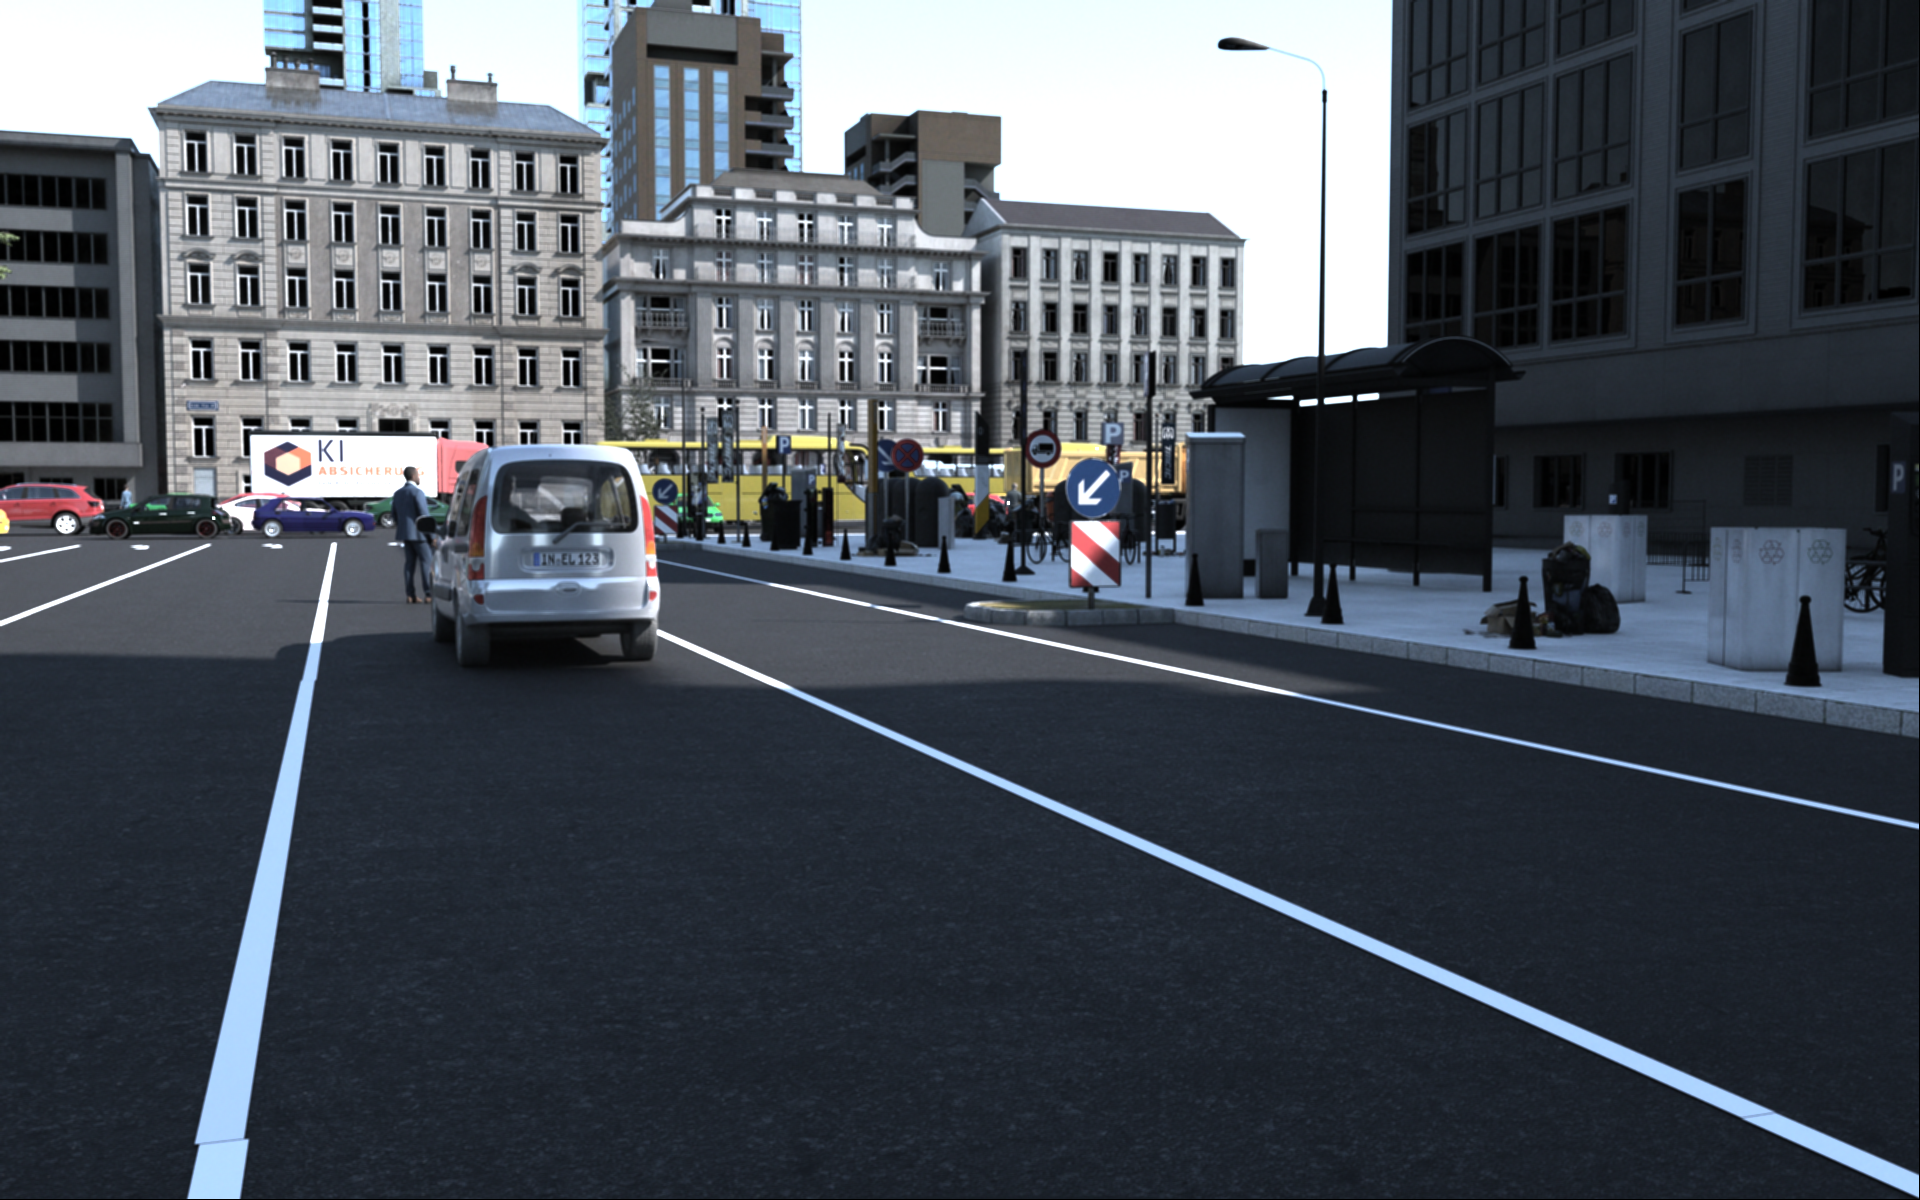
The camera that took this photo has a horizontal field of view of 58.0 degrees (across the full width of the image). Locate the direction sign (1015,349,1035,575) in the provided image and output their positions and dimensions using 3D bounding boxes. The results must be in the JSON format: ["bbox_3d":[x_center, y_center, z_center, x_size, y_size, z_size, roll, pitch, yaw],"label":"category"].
[{"bbox_3d":[1.012,-2.179,27.617,0.379,3.537,0.876,0,4,-3],"label":"direction sign"}]

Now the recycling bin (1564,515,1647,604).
[{"bbox_3d":[7.707,-0.498,20.703,0.722,1.027,0.722,-3,5,-42],"label":"recycling bin"}]

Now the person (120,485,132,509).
[{"bbox_3d":[-34.154,-3.823,71.026,0.654,1.822,0.581,3,5,40],"label":"person"}]

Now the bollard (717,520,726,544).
[{"bbox_3d":[-6.181,-1.764,44.880,0.229,0.601,0.229,0,3,0],"label":"bollard"}]

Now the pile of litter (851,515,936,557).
[{"bbox_3d":[-1.362,-1.340,35.881,1.719,0.858,1.176,1,4,12],"label":"pile of litter"}]

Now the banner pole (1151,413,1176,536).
[{"bbox_3d":[6.306,-3.895,53.704,0.863,3.779,0.401,-1,4,-19],"label":"banner pole"}]

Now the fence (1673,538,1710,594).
[{"bbox_3d":[10.357,-0.430,22.403,2.069,0.683,0.278,0,4,0],"label":"fence"}]

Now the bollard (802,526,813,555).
[{"bbox_3d":[-3.215,-1.255,36.564,0.229,0.601,0.229,0,3,0],"label":"bollard"}]

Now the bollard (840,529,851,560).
[{"bbox_3d":[-2.233,-1.086,33.792,0.229,0.601,0.229,0,3,0],"label":"bollard"}]

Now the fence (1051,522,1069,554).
[{"bbox_3d":[2.330,-1.254,35.886,0.278,0.683,2.069,-1,4,-16],"label":"fence"}]

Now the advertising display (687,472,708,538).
[{"bbox_3d":[-7.700,-2.788,50.794,0.123,1.923,0.974,1,4,22],"label":"advertising display"}]

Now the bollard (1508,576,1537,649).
[{"bbox_3d":[4.676,0.101,14.384,0.229,0.601,0.229,0,3,0],"label":"bollard"}]

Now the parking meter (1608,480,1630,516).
[{"bbox_3d":[11.847,-1.392,31.164,0.372,1.533,0.369,0,3,0],"label":"parking meter"}]

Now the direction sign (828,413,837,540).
[{"bbox_3d":[-3.663,-3.462,48.609,0.379,3.537,0.876,0,4,-6],"label":"direction sign"}]

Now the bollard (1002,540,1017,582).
[{"bbox_3d":[0.730,-0.577,25.471,0.229,0.601,0.229,0,3,0],"label":"bollard"}]

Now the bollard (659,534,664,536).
[{"bbox_3d":[-9.144,-2.273,53.211,0.229,0.601,0.229,0,3,0],"label":"bollard"}]

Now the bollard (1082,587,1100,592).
[{"bbox_3d":[1.716,-0.407,22.699,0.229,0.601,0.229,0,3,0],"label":"bollard"}]

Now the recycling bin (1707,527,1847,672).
[{"bbox_3d":[6.037,-0.017,12.832,0.722,1.027,0.722,0,4,2],"label":"recycling bin"}]

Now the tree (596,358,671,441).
[{"bbox_3d":[-17.546,-8.773,93.794,4.360,8.622,3.978,0,3,0],"label":"tree"}]

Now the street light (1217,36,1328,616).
[{"bbox_3d":[3.270,-2.777,17.938,1.470,5.913,1.316,-1,4,-20],"label":"street light"}]

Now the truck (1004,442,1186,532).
[{"bbox_3d":[6.599,-4.231,65.108,9.791,3.379,3.469,-1,4,-20],"label":"truck"}]

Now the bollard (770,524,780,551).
[{"bbox_3d":[-4.208,-1.425,39.341,0.229,0.601,0.229,0,3,0],"label":"bollard"}]

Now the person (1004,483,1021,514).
[{"bbox_3d":[1.823,-3.064,58.777,0.661,1.801,0.590,0,4,5],"label":"person"}]

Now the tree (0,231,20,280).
[{"bbox_3d":[-26.120,-7.306,40.030,7.486,12.596,7.792,0,3,0],"label":"tree"}]

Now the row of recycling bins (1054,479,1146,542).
[{"bbox_3d":[3.842,-2.493,47.875,1.069,1.692,3.534,-3,4,-36],"label":"row of recycling bins"}]

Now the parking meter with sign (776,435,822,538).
[{"bbox_3d":[-4.623,-3.357,51.140,1.738,3.016,0.543,3,5,40],"label":"parking meter with sign"}]

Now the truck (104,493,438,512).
[{"bbox_3d":[-32.005,-5.593,81.203,18.799,4.110,2.967,-1,4,-19],"label":"truck"}]

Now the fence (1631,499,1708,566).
[{"bbox_3d":[12.345,-1.161,30.185,2.264,1.192,0.480,-2,4,-34],"label":"fence"}]

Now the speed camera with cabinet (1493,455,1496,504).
[{"bbox_3d":[10.751,-2.691,38.330,2.038,3.252,0.660,0,4,-3],"label":"speed camera with cabinet"}]

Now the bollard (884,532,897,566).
[{"bbox_3d":[-1.247,-0.916,31.020,0.229,0.601,0.229,0,3,0],"label":"bollard"}]

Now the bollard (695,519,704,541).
[{"bbox_3d":[-7.167,-1.934,47.658,0.229,0.601,0.229,0,3,0],"label":"bollard"}]

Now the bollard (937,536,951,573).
[{"bbox_3d":[-0.258,-0.747,28.252,0.229,0.601,0.229,0,3,0],"label":"bollard"}]

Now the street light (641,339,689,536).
[{"bbox_3d":[-8.863,-4.871,52.176,1.470,5.913,1.316,-1,4,-20],"label":"street light"}]

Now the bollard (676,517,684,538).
[{"bbox_3d":[-8.158,-2.104,50.436,0.229,0.601,0.229,0,3,0],"label":"bollard"}]

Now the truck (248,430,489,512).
[{"bbox_3d":[-26.266,-5.507,78.952,11.283,4.237,2.839,-1,4,-20],"label":"truck"}]

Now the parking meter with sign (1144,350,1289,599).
[{"bbox_3d":[3.152,-1.532,21.303,1.738,3.016,0.543,0,3,0],"label":"parking meter with sign"}]

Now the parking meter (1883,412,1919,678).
[{"bbox_3d":[6.719,-0.395,12.174,0.255,1.863,0.399,0,4,5],"label":"parking meter"}]

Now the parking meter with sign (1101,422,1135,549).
[{"bbox_3d":[3.816,-2.755,41.303,0.543,3.016,1.738,0,4,-8],"label":"parking meter with sign"}]

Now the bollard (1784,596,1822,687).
[{"bbox_3d":[5.660,0.271,11.614,0.229,0.601,0.229,0,3,0],"label":"bollard"}]

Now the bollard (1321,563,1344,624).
[{"bbox_3d":[3.691,-0.068,17.154,0.229,0.601,0.229,0,3,0],"label":"bollard"}]

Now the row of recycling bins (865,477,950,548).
[{"bbox_3d":[-1.357,-2.196,43.018,1.069,1.692,3.534,-2,4,-29],"label":"row of recycling bins"}]

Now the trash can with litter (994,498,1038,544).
[{"bbox_3d":[1.455,-2.045,44.819,1.055,1.170,0.624,-1,4,-22],"label":"trash can with litter"}]

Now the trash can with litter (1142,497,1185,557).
[{"bbox_3d":[4.687,-1.548,36.360,2.233,1.210,1.678,-2,4,-35],"label":"trash can with litter"}]

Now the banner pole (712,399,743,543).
[{"bbox_3d":[-5.993,-3.396,45.536,0.401,3.779,0.863,2,4,34],"label":"banner pole"}]

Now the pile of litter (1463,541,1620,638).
[{"bbox_3d":[5.378,-0.127,16.036,1.719,0.858,1.176,-1,4,-17],"label":"pile of litter"}]

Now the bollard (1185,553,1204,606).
[{"bbox_3d":[2.700,-0.237,19.921,0.229,0.601,0.229,0,3,0],"label":"bollard"}]

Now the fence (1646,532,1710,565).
[{"bbox_3d":[11.357,-0.712,27.016,0.278,0.683,2.069,-2,4,-28],"label":"fence"}]

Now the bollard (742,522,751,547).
[{"bbox_3d":[-5.195,-1.594,42.110,0.229,0.601,0.229,0,3,0],"label":"bollard"}]

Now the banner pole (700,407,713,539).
[{"bbox_3d":[-7.226,-3.657,49.806,0.863,3.779,0.401,3,4,39],"label":"banner pole"}]
